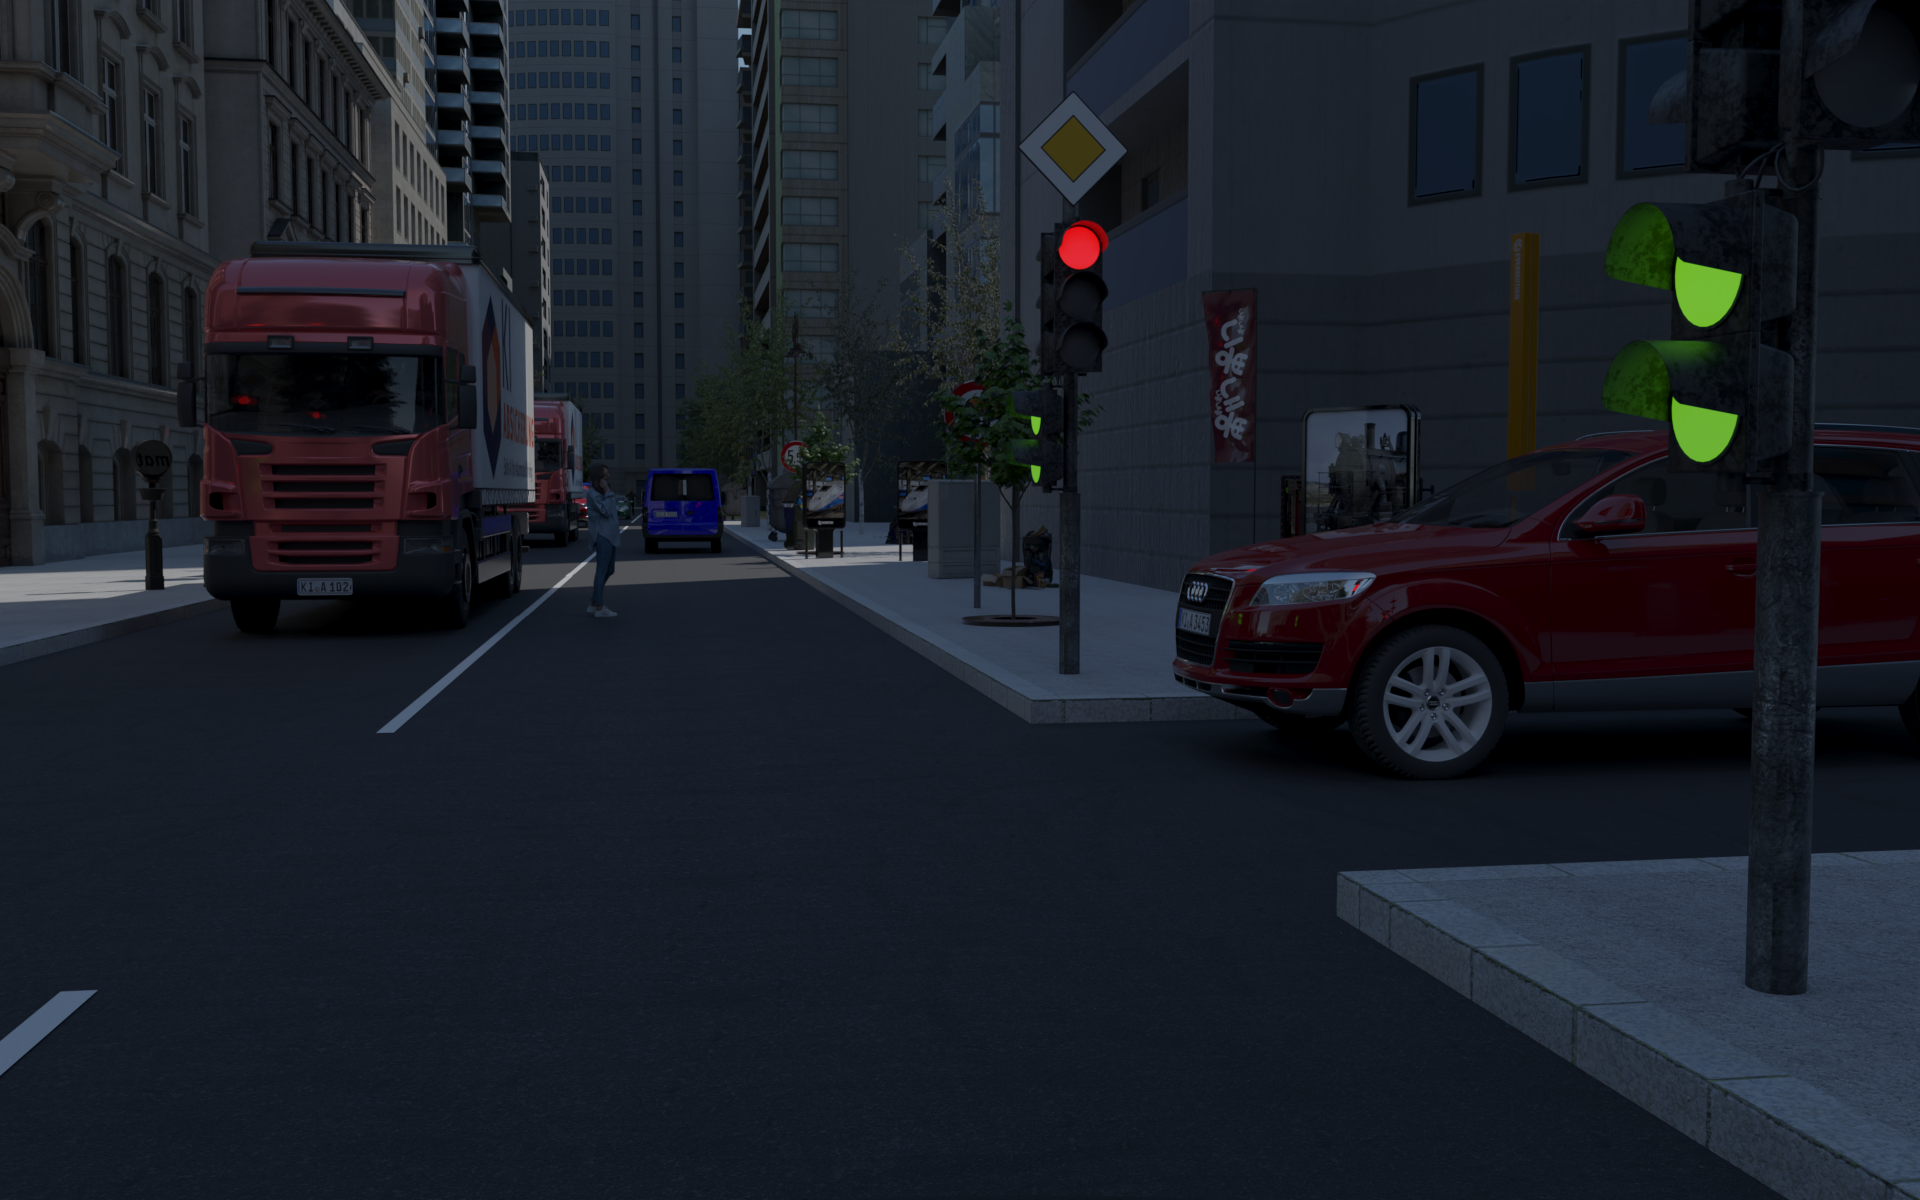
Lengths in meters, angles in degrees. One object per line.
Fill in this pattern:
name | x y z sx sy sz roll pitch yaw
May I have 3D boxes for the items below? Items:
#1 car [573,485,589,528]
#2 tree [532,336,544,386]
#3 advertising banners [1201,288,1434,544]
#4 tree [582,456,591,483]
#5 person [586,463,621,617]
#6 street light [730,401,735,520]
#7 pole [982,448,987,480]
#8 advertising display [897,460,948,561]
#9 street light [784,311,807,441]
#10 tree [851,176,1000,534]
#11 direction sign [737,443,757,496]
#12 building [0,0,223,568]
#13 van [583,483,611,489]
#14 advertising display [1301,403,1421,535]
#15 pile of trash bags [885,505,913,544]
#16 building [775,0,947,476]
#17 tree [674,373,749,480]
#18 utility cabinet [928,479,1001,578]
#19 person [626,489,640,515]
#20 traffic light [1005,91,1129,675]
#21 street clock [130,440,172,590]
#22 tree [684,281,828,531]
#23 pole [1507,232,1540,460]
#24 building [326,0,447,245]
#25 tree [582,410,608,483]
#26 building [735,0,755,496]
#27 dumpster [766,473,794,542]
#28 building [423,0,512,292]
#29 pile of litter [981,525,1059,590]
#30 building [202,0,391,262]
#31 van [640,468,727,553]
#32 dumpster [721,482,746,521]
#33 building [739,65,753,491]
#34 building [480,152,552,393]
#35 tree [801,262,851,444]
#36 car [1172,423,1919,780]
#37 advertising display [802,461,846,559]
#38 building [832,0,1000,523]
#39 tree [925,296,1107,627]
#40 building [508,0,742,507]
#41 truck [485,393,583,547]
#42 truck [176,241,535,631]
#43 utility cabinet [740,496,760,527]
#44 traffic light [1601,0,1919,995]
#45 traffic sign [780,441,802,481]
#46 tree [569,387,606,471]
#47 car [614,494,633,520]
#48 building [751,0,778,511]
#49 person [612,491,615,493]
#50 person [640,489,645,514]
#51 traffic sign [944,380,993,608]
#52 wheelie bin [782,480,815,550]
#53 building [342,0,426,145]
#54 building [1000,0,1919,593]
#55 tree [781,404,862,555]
car | -16.740 -4.034 74.637 2.281 1.827 5.304 -1 4 -8
tree | -18.672 -7.235 68.651 4.360 8.622 3.978 0 3 0
advertising banners | 2.935 -1.117 14.451 2.074 3.025 0.090 2 4 35
tree | -28.540 -8.766 127.033 4.285 4.588 4.351 0 3 0
person | -4.193 -0.700 20.217 0.793 1.790 0.793 -2 4 -32
street light | -11.295 -6.920 85.922 0.468 5.910 1.993 -1 4 -10
pole | 0.761 -3.674 53.908 0.158 3.312 0.155 0 3 0
advertising display | -0.717 -1.703 33.058 0.974 1.923 0.123 1 4 8
street light | -4.167 -4.354 43.968 0.468 5.910 1.993 -1 4 -10
tree | 0.525 -5.464 39.703 4.360 8.622 3.978 0 3 0
direction sign | -9.411 -5.171 76.538 0.876 3.537 0.379 1 4 10
building | -22.012 -12.782 28.067 14.460 24.649 34.723 -1 4 -10
van | -19.215 -5.270 90.545 2.240 2.365 5.245 -1 4 -9
advertising display | 2.913 -0.456 12.671 0.123 1.923 0.974 -3 5 -40
pile of trash bags | -0.292 -2.172 45.265 1.912 1.369 3.447 3 4 37
building | -3.997 -25.631 102.668 14.154 41.232 14.086 -1 4 -10
tree | -23.174 -14.983 163.092 7.486 12.596 7.792 0 3 0
utility cabinet | 0.076 -1.088 26.462 1.173 1.500 0.318 -3 4 -37
person | -22.273 -6.648 117.332 1.348 1.807 0.705 0 4 3
traffic light | 0.763 -1.427 12.258 0.839 4.253 0.868 -1 4 -10
street clock | -10.797 -1.137 23.166 0.471 2.002 0.358 -3 5 -44
tree | -6.661 -6.742 60.594 4.737 8.622 4.395 0 3 0
pole | 4.429 -1.212 13.661 0.158 3.312 0.155 0 3 0
building | -28.205 -13.396 73.781 10.420 20.320 16.860 -1 4 -10
tree | -32.995 -12.314 151.692 4.360 8.622 3.978 0 3 0
building | -7.444 -30.063 146.156 22.147 44.769 28.867 -1 4 -10
dumpster | -4.596 -2.535 47.208 1.264 1.857 1.865 -1 4 -10
building | -42.129 -49.420 120.695 22.319 86.520 31.000 -1 4 -10
pile of litter | 0.830 -0.615 24.015 1.176 0.858 1.719 1 4 13
building | -24.997 -11.658 55.242 10.561 19.102 19.286 -1 4 -10
van | -6.973 -2.403 43.681 2.240 2.365 5.245 -1 4 -9
dumpster | -10.806 -4.721 82.951 1.264 1.857 1.865 -1 4 -10
building | -15.845 -32.401 179.859 14.200 45.320 14.600 -1 4 -10
building | -42.292 -23.017 148.035 14.107 30.474 14.160 -1 4 -10
tree | -3.075 -6.381 54.692 4.360 8.622 3.978 0 3 0
car | 3.838 -0.072 9.854 5.304 1.827 2.281 -1 4 -10
advertising display | -2.709 -1.795 34.564 0.974 1.923 0.123 -3 4 -39
building | 7.099 -46.446 72.056 22.319 86.520 31.000 -1 4 -10
tree | 0.407 -1.380 17.160 1.663 3.219 1.824 0 3 0
building | -37.390 -39.001 179.666 28.212 58.520 21.231 -1 4 -10
truck | -12.413 -3.747 50.178 2.839 4.237 11.283 -1 4 -10
truck | -6.995 -2.002 21.640 2.839 4.237 11.283 -1 4 -9
utility cabinet | -8.132 -3.432 67.269 0.306 1.237 1.020 2 4 24
traffic light | 2.103 -0.946 4.386 0.839 4.253 0.868 -1 4 -10
traffic sign | -3.910 -2.530 41.464 0.768 2.556 0.104 0 4 -2
tree | -26.967 -10.374 119.984 4.737 8.622 4.395 0 3 0
car | -19.677 -5.310 98.610 2.131 1.459 4.920 -1 4 -10
building | -3.229 -30.399 120.727 21.300 48.544 21.600 -1 4 -10
person | -28.833 -8.224 143.902 0.756 1.711 0.436 2 4 24
person | -22.140 -6.882 121.534 0.721 1.766 1.217 -1 4 -19
traffic sign | 0.196 -1.181 19.419 0.768 2.556 0.104 0 4 -7
wheelie bin | -3.671 -1.953 39.839 0.693 1.594 0.980 -2 4 -31
building | -42.423 -24.579 93.751 32.217 40.220 23.993 -1 4 -10
building | 16.095 -29.612 26.151 28.212 58.520 21.231 -1 4 -10
tree | -3.096 -2.587 36.895 1.663 3.219 1.824 0 3 0
